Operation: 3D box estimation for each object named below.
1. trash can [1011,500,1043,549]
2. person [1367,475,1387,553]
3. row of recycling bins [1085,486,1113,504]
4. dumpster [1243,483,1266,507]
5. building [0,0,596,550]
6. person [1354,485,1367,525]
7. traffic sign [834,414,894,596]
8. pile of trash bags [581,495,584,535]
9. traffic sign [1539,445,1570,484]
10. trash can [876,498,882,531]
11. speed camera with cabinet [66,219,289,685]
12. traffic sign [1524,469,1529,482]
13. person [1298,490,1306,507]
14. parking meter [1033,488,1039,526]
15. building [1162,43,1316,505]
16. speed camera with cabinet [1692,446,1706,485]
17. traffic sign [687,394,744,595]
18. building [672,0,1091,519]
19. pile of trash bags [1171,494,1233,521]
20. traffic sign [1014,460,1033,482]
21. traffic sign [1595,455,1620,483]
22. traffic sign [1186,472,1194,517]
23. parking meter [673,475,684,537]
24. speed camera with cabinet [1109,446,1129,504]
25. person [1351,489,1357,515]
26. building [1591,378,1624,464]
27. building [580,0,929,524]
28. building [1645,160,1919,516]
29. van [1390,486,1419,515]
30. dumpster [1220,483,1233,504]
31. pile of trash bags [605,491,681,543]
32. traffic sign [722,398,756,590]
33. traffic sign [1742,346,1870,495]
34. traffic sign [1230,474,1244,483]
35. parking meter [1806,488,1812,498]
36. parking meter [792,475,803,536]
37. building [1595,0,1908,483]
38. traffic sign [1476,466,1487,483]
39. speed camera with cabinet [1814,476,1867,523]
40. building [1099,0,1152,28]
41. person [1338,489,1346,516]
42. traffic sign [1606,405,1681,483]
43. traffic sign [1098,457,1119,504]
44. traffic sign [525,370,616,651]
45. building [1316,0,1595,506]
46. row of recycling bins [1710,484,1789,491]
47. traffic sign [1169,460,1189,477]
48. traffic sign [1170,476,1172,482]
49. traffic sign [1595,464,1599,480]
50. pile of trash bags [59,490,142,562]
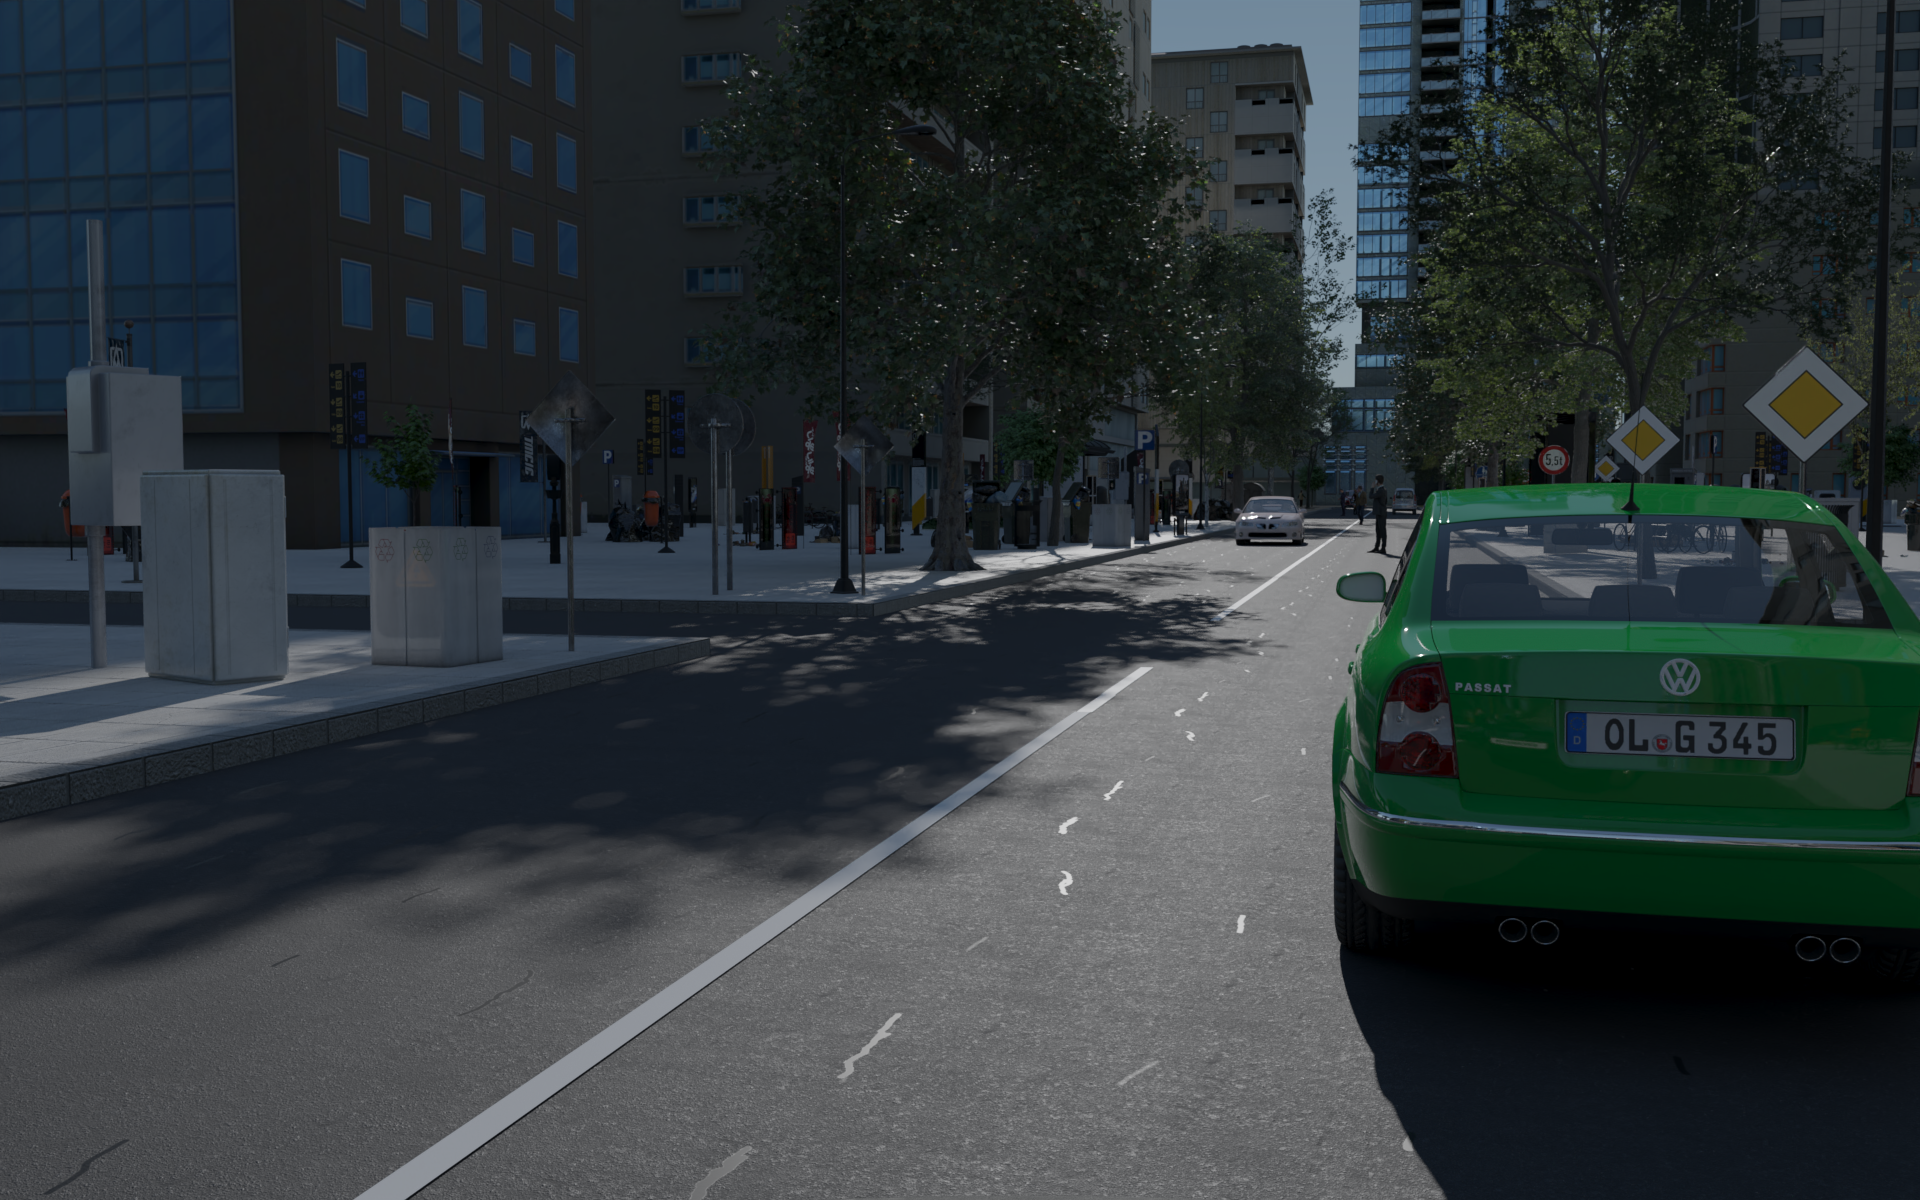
[{"bbox_3d":[1.564,-1.756,40.369,0.748,1.137,0.748,0,3,0],"label":"trash can"},{"bbox_3d":[10.100,-2.081,41.887,0.474,1.900,0.648,1,4,12],"label":"person"},{"bbox_3d":[6.607,-4.867,86.687,3.534,1.692,1.069,0,4,-8],"label":"row of recycling bins"},{"bbox_3d":[14.924,-5.061,88.501,1.264,1.857,1.865,1,4,14],"label":"dumpster"},{"bbox_3d":[-19.536,-24.245,46.510,14.600,45.320,14.200,1,4,14],"label":"building"},{"bbox_3d":[18.763,-4.450,81.164,0.656,1.842,0.836,1,4,21],"label":"person"},{"bbox_3d":[-1.218,-1.112,21.827,0.795,2.450,0.064,1,4,14],"label":"traffic sign"},{"bbox_3d":[-13.233,-2.757,54.833,3.447,1.369,1.912,2,4,33],"label":"pile of trash bags"},{"bbox_3d":[15.489,-2.759,45.215,0.768,2.556,0.104,1,4,18],"label":"traffic sign"},{"bbox_3d":[-3.055,-2.932,59.589,0.748,1.137,0.748,0,3,0],"label":"trash can"},{"bbox_3d":[-5.595,-1.100,12.318,2.038,3.252,0.660,3,4,38],"label":"speed camera with cabinet"},{"bbox_3d":[28.572,-5.354,87.641,0.768,2.556,0.104,1,4,23],"label":"traffic sign"},{"bbox_3d":[34.362,-10.130,174.214,0.705,1.812,1.348,-2,4,-28],"label":"person"},{"bbox_3d":[3.168,-3.808,70.669,0.372,1.533,0.369,0,3,0],"label":"parking meter"},{"bbox_3d":[29.330,-37.734,206.191,27.495,52.752,28.713,1,4,14],"label":"building"},{"bbox_3d":[29.918,-4.651,70.379,0.660,3.252,2.038,2,4,27],"label":"speed camera with cabinet"},{"bbox_3d":[-3.116,-1.338,21.981,0.768,2.556,0.104,1,4,15],"label":"traffic sign"},{"bbox_3d":[-3.919,-29.785,110.683,21.300,48.544,21.600,1,4,14],"label":"building"},{"bbox_3d":[11.860,-4.540,83.986,3.447,1.369,1.912,-1,4,-9],"label":"pile of trash bags"},{"bbox_3d":[1.894,-3.051,52.019,0.606,2.300,0.079,1,4,20],"label":"traffic sign"},{"bbox_3d":[19.195,-3.079,51.525,0.795,2.450,0.064,1,4,16],"label":"traffic sign"},{"bbox_3d":[11.728,-5.475,89.620,0.768,2.556,0.104,1,4,17],"label":"traffic sign"},{"bbox_3d":[-8.450,-2.830,51.987,0.255,1.863,0.399,-1,4,-16],"label":"parking meter"},{"bbox_3d":[6.602,-4.772,72.350,0.660,3.252,2.038,0,4,-4],"label":"speed camera with cabinet"},{"bbox_3d":[27.369,-6.758,119.507,1.217,1.766,0.721,-3,5,-41],"label":"person"},{"bbox_3d":[86.951,-53.494,187.294,31.000,86.520,22.319,1,4,14],"label":"building"},{"bbox_3d":[-11.105,-28.213,84.988,21.300,48.544,21.600,1,4,14],"label":"building"},{"bbox_3d":[60.630,-16.304,111.604,27.650,21.520,28.899,1,4,14],"label":"building"},{"bbox_3d":[31.211,-7.013,121.668,2.013,2.044,4.112,1,4,14],"label":"van"},{"bbox_3d":[14.795,-5.399,94.027,1.264,1.857,1.865,1,4,14],"label":"dumpster"},{"bbox_3d":[-8.412,-2.239,46.363,1.912,1.369,3.447,-1,4,-17],"label":"pile of trash bags"},{"bbox_3d":[-3.072,-1.403,23.037,0.768,2.556,0.104,1,4,20],"label":"traffic sign"},{"bbox_3d":[5.740,-0.500,11.824,0.795,2.450,0.064,1,4,14],"label":"traffic sign"},{"bbox_3d":[14.521,-5.558,90.985,0.768,2.556,0.104,1,4,19],"label":"traffic sign"},{"bbox_3d":[36.952,-4.106,75.544,0.372,1.533,0.369,0,3,0],"label":"parking meter"},{"bbox_3d":[-5.002,-2.909,53.273,0.399,1.863,0.255,0,4,1],"label":"parking meter"},{"bbox_3d":[62.373,-42.644,135.473,20.563,71.187,20.611,1,4,14],"label":"building"},{"bbox_3d":[23.684,-4.779,78.241,0.768,2.556,0.104,1,4,16],"label":"traffic sign"},{"bbox_3d":[38.933,-5.029,76.563,2.038,3.252,0.660,1,4,18],"label":"speed camera with cabinet"},{"bbox_3d":[1.404,-34.117,147.046,27.495,52.752,28.713,1,4,14],"label":"building"},{"bbox_3d":[24.868,-6.354,112.830,0.568,1.767,0.683,-1,4,-19],"label":"person"},{"bbox_3d":[7.693,-0.974,19.567,0.795,2.450,0.064,1,4,14],"label":"traffic sign"},{"bbox_3d":[4.097,-2.796,47.850,0.606,2.300,0.079,1,4,20],"label":"traffic sign"},{"bbox_3d":[-3.171,-0.639,14.084,0.795,2.450,0.064,1,4,14],"label":"traffic sign"},{"bbox_3d":[56.735,-53.918,194.238,31.000,86.520,22.319,1,4,14],"label":"building"},{"bbox_3d":[33.758,-4.120,74.469,3.534,1.692,1.069,0,4,2],"label":"row of recycling bins"},{"bbox_3d":[8.055,-3.900,63.875,0.768,2.556,0.104,1,4,19],"label":"traffic sign"},{"bbox_3d":[11.867,-5.796,94.868,0.768,2.556,0.104,1,4,22],"label":"traffic sign"},{"bbox_3d":[25.957,-4.358,71.366,0.768,2.556,0.104,1,4,16],"label":"traffic sign"},{"bbox_3d":[-15.707,-1.453,33.501,3.447,1.369,1.912,0,4,3],"label":"pile of trash bags"}]
